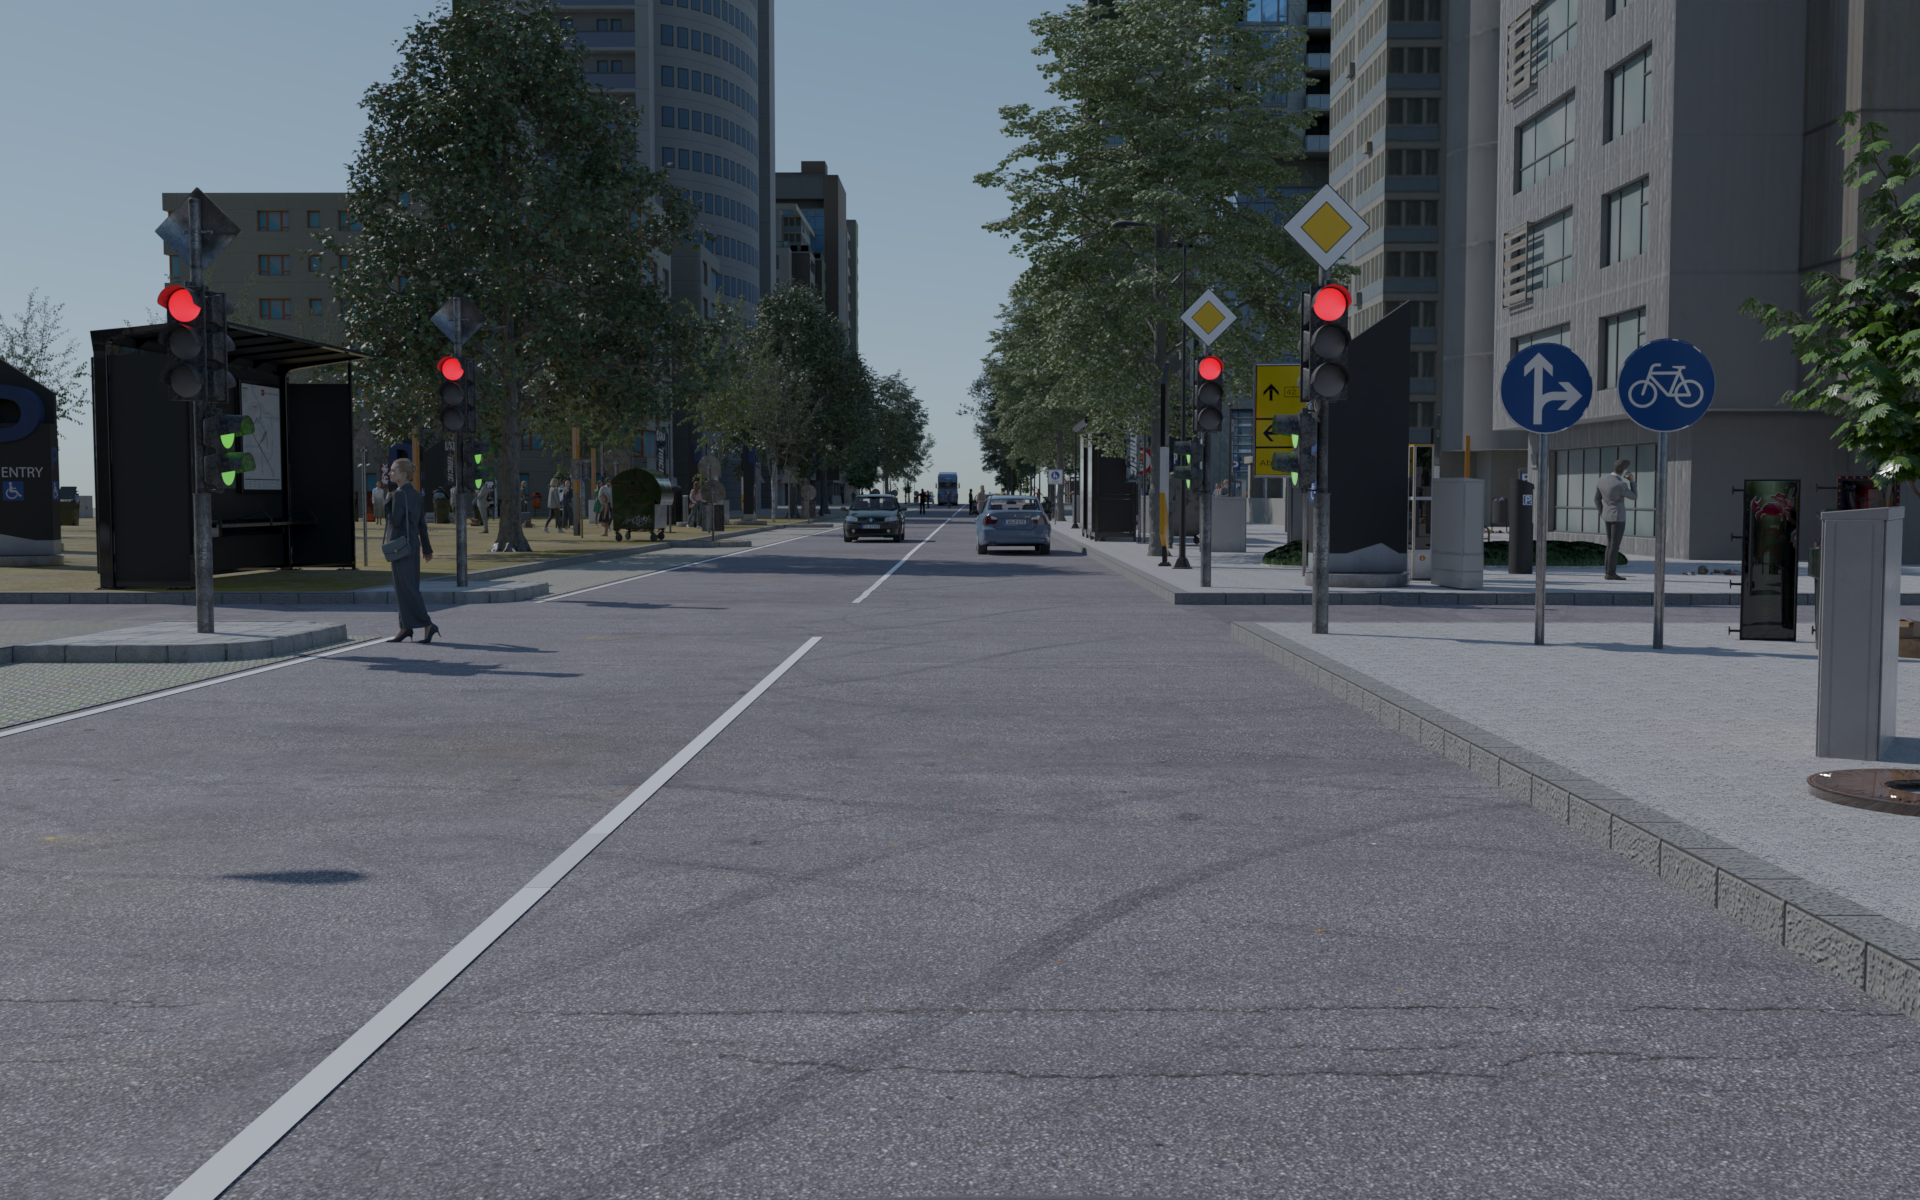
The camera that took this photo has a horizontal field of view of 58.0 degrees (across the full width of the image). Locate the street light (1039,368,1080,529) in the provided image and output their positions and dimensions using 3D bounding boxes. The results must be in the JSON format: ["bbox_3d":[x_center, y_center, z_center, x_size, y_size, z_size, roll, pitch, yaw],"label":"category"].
[{"bbox_3d":[3.735,-5.597,64.058,1.470,5.913,1.316,0,4,1],"label":"street light"}]

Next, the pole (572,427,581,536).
[{"bbox_3d":[-11.750,-3.622,53.056,0.158,3.312,0.155,0,3,0],"label":"pole"}]

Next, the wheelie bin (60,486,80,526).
[{"bbox_3d":[-36.160,-3.813,70.256,0.980,1.594,0.693,0,4,-3],"label":"wheelie bin"}]

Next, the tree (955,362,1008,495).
[{"bbox_3d":[6.005,-23.970,247.795,12.611,20.169,13.585,0,3,0],"label":"tree"}]

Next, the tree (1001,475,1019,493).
[{"bbox_3d":[6.948,-15.219,232.545,4.285,4.588,4.351,0,3,0],"label":"tree"}]

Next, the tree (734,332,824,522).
[{"bbox_3d":[-8.413,-7.843,78.592,4.360,8.622,3.978,0,3,0],"label":"tree"}]

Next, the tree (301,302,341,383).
[{"bbox_3d":[-24.686,-7.049,65.607,4.360,8.622,3.978,0,3,0],"label":"tree"}]

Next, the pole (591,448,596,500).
[{"bbox_3d":[-16.317,-5.096,77.155,0.158,3.312,0.155,0,3,0],"label":"pole"}]

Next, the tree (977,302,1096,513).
[{"bbox_3d":[5.970,-12.558,111.977,9.857,13.997,8.962,0,3,0],"label":"tree"}]

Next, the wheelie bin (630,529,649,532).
[{"bbox_3d":[-10.978,-3.141,59.269,0.980,1.594,0.693,1,4,13],"label":"wheelie bin"}]

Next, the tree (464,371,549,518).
[{"bbox_3d":[-24.731,-8.612,91.172,4.737,8.622,4.395,0,3,0],"label":"tree"}]

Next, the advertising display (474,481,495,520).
[{"bbox_3d":[-23.074,-4.821,84.032,0.974,1.923,0.123,0,4,-7],"label":"advertising display"}]

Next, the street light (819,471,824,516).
[{"bbox_3d":[-7.492,-7.817,100.356,1.470,5.913,1.316,0,4,1],"label":"street light"}]

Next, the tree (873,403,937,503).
[{"bbox_3d":[-8.065,-16.311,192.439,9.928,11.665,9.643,0,3,0],"label":"tree"}]

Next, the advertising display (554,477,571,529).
[{"bbox_3d":[-14.838,-3.635,64.642,0.974,1.923,0.123,3,5,43],"label":"advertising display"}]

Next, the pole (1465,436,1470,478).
[{"bbox_3d":[17.676,-4.069,60.373,0.158,3.312,0.155,0,3,0],"label":"pole"}]

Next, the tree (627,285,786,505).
[{"bbox_3d":[-8.616,-6.836,62.139,4.737,8.622,4.395,0,3,0],"label":"tree"}]

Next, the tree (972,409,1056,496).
[{"bbox_3d":[6.263,-14.642,149.771,12.009,13.543,11.850,0,3,0],"label":"tree"}]

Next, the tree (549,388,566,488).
[{"bbox_3d":[-20.863,-8.966,96.964,4.737,8.622,4.395,0,3,0],"label":"tree"}]

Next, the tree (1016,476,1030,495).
[{"bbox_3d":[6.510,-10.795,171.094,1.663,3.219,1.824,0,3,0],"label":"tree"}]

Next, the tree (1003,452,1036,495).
[{"bbox_3d":[5.766,-13.112,164.744,4.737,8.622,4.395,0,3,0],"label":"tree"}]

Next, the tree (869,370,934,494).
[{"bbox_3d":[-7.537,-16.421,175.135,9.857,13.997,8.962,0,3,0],"label":"tree"}]

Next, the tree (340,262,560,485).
[{"bbox_3d":[-14.602,-6.073,49.657,4.360,8.622,3.978,0,3,0],"label":"tree"}]

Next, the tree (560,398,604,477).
[{"bbox_3d":[-20.094,-8.587,90.756,4.360,8.622,3.978,0,3,0],"label":"tree"}]

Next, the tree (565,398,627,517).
[{"bbox_3d":[-15.886,-8.037,81.768,4.737,8.622,4.395,0,3,0],"label":"tree"}]

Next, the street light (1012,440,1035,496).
[{"bbox_3d":[4.032,-8.174,106.193,1.470,5.913,1.316,0,4,1],"label":"street light"}]

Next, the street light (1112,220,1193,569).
[{"bbox_3d":[3.274,-3.487,29.558,1.470,5.913,1.316,0,4,1],"label":"street light"}]

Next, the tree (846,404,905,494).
[{"bbox_3d":[-8.530,-13.771,159.570,7.601,10.594,8.767,0,4,8],"label":"tree"}]

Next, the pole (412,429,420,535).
[{"bbox_3d":[-16.998,-3.689,54.162,0.158,3.312,0.155,0,3,0],"label":"pole"}]

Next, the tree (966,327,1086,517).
[{"bbox_3d":[4.814,-9.607,91.481,8.767,10.594,7.601,-1,4,-20],"label":"tree"}]

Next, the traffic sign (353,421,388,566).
[{"bbox_3d":[-10.544,-1.875,30.665,0.884,2.594,0.081,1,4,10],"label":"traffic sign"}]

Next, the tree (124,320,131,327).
[{"bbox_3d":[-30.984,-7.220,68.411,4.360,8.622,3.978,0,3,0],"label":"tree"}]

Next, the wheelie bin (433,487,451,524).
[{"bbox_3d":[-22.408,-4.094,74.839,0.693,1.594,0.980,-2,4,-29],"label":"wheelie bin"}]

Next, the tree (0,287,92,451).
[{"bbox_3d":[-33.514,-6.843,62.243,4.360,8.622,3.978,0,3,0],"label":"tree"}]

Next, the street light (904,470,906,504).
[{"bbox_3d":[-6.811,-12.914,183.689,1.470,5.913,1.316,0,4,1],"label":"street light"}]

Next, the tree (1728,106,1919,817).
[{"bbox_3d":[4.100,-0.761,7.040,1.663,3.219,1.824,0,3,0],"label":"tree"}]

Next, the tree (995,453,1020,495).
[{"bbox_3d":[6.038,-15.699,207.033,4.360,8.622,3.978,0,3,0],"label":"tree"}]

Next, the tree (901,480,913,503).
[{"bbox_3d":[-7.216,-14.956,239.137,1.663,3.219,1.824,0,3,0],"label":"tree"}]

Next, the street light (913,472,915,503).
[{"bbox_3d":[-6.363,-15.052,218.636,1.470,5.913,1.316,0,4,1],"label":"street light"}]

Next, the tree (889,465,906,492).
[{"bbox_3d":[-7.825,-15.310,200.675,4.360,8.622,3.978,0,3,0],"label":"tree"}]

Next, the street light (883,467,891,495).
[{"bbox_3d":[-6.968,-12.035,169.319,1.470,5.913,1.316,0,4,1],"label":"street light"}]

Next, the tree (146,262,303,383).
[{"bbox_3d":[-22.723,-6.318,53.664,4.360,8.622,3.978,0,3,0],"label":"tree"}]

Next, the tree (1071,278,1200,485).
[{"bbox_3d":[5.566,-6.587,58.063,4.360,8.622,3.978,0,3,0],"label":"tree"}]

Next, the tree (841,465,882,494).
[{"bbox_3d":[-7.722,-9.459,138.367,4.285,4.588,4.351,0,3,0],"label":"tree"}]

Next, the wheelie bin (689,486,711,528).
[{"bbox_3d":[-9.849,-3.556,66.044,0.980,1.594,0.693,0,4,-1],"label":"wheelie bin"}]

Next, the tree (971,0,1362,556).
[{"bbox_3d":[4.142,-7.149,35.021,7.486,12.596,7.792,0,3,0],"label":"tree"}]
